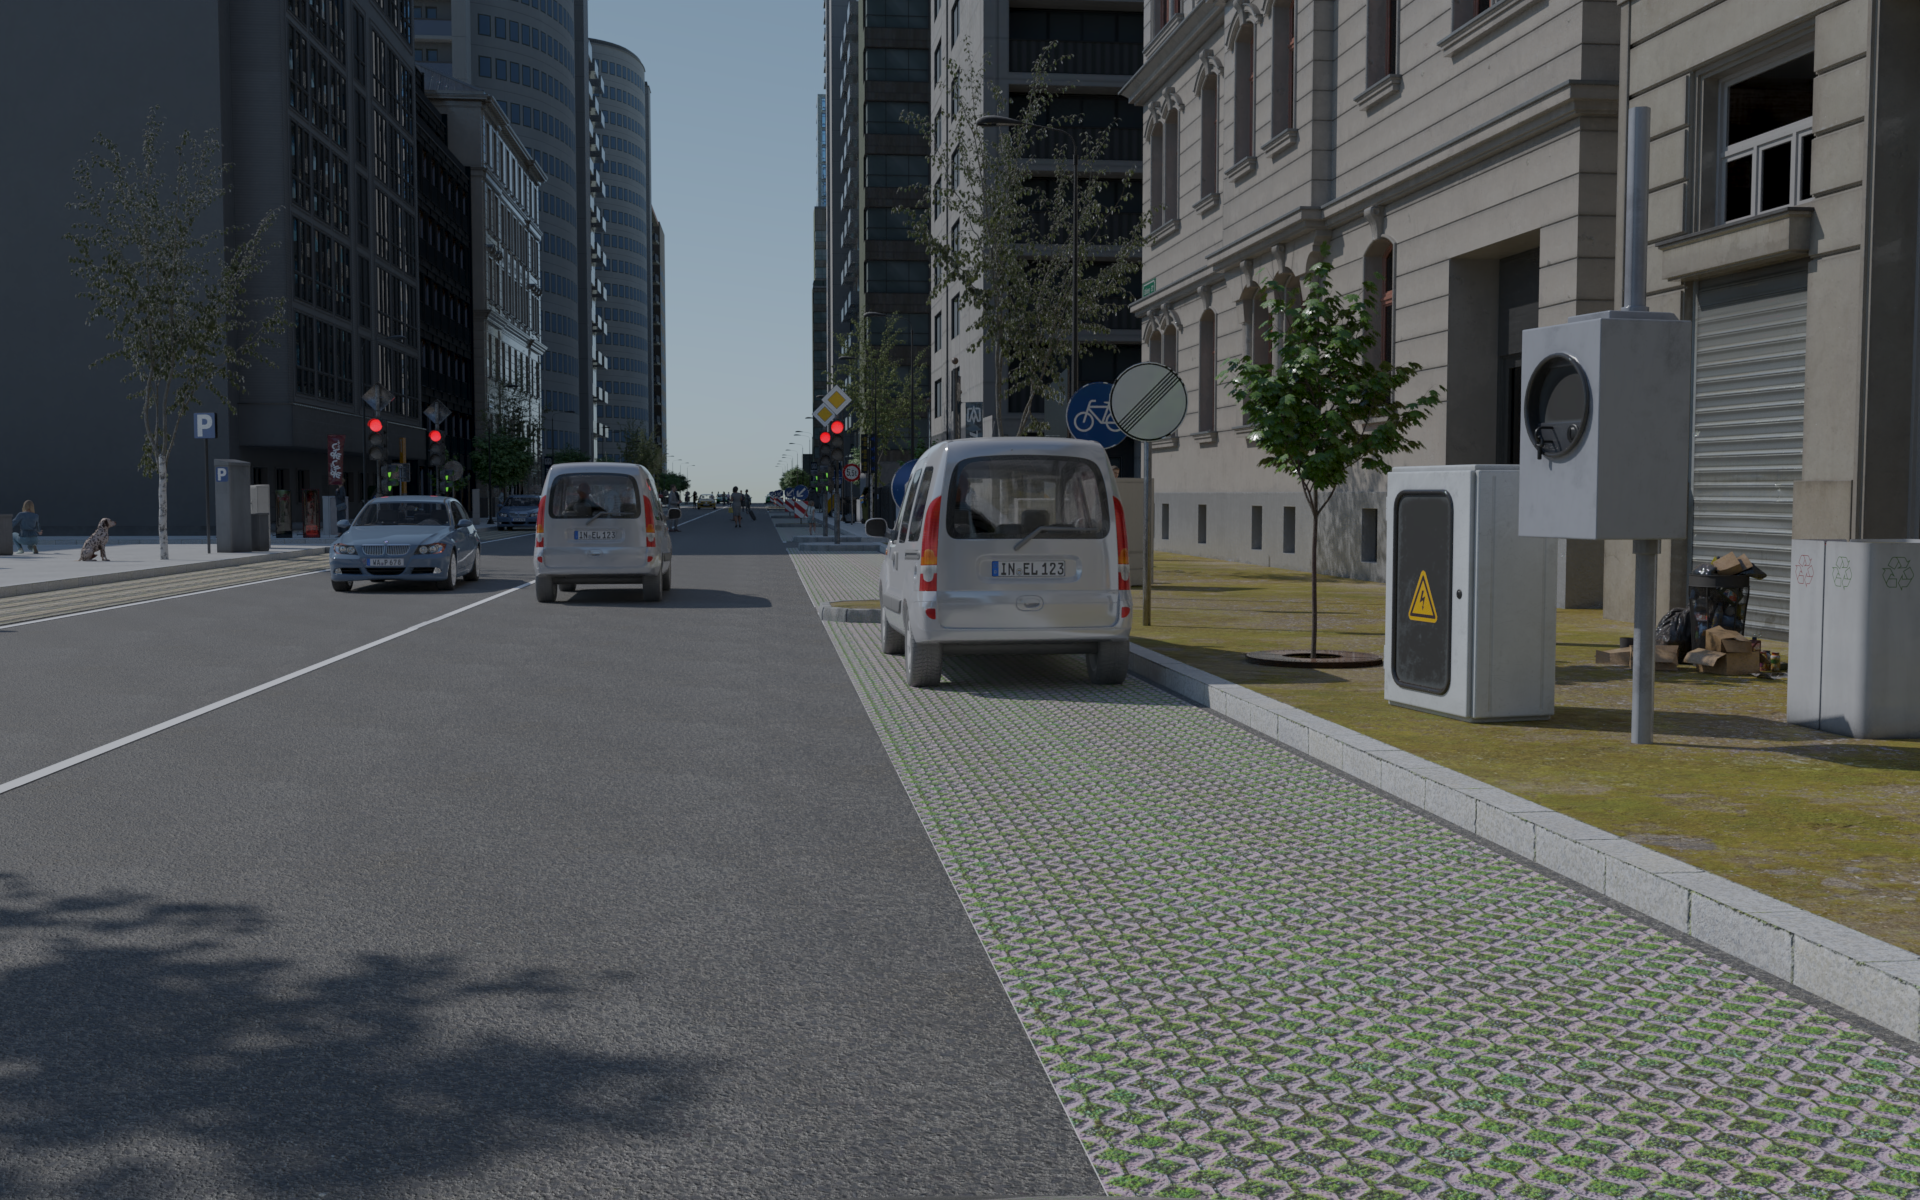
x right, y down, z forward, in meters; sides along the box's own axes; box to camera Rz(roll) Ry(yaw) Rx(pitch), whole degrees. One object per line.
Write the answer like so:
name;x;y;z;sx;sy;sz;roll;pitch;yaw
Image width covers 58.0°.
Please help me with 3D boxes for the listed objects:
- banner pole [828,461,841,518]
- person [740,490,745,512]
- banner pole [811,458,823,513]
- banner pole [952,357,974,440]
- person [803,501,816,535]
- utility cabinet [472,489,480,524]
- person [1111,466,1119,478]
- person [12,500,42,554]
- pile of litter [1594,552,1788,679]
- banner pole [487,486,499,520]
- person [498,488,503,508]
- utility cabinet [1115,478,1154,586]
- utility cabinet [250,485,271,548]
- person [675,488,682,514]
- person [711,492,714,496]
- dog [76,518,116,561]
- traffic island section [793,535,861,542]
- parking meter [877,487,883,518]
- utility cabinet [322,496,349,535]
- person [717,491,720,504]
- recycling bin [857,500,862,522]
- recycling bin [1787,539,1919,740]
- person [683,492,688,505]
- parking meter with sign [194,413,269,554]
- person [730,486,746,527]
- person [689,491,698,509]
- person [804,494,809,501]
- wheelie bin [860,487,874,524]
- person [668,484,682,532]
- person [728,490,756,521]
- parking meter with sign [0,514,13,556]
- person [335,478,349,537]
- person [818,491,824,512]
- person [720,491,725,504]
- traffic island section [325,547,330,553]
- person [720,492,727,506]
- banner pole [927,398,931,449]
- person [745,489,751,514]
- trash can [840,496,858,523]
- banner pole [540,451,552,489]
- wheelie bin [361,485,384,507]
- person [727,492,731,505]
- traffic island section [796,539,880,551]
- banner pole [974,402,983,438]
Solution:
banner pole;-6.780;-6.361;94.011;0.863;3.779;0.401;2;4;33
person;-17.646;-7.996;139.771;0.617;1.759;0.750;0;4;-6
banner pole;-9.829;-7.863;118.572;0.863;3.779;0.401;-2;4;-27
banner pole;-0.051;-2.571;32.058;0.401;3.779;0.863;1;4;10
person;-5.061;-2.737;58.264;0.505;1.210;0.382;1;4;18
utility cabinet;-20.449;-3.943;73.151;0.318;1.500;1.173;-1;4;-15
person;2.927;-1.704;33.867;0.622;1.834;0.822;-2;4;-31
person;-20.204;-1.573;37.260;1.012;1.151;0.738;-3;5;-41
pile of litter;5.437;0.078;12.697;1.176;0.858;1.719;-1;4;-14
banner pole;-23.128;-5.884;86.222;0.863;3.779;0.401;-1;4;-14
person;-23.147;-4.885;87.717;0.330;1.601;0.589;1;4;23
utility cabinet;2.171;-0.928;23.858;1.173;1.500;0.318;-3;5;-44
utility cabinet;-16.674;-1.982;41.087;0.318;1.500;1.173;-2;4;-35
person;-20.632;-7.237;126.190;0.648;1.900;0.474;1;4;13
person;-30.155;-12.367;211.407;0.721;1.736;1.217;-2;4;-32
dog;-16.665;-1.149;33.173;0.800;0.831;0.513;0;4;2
traffic island section;-4.061;-1.851;52.547;2.009;0.180;2.903;0;4;-7
parking meter;-2.915;-3.323;62.743;0.372;1.533;0.369;0;3;0
utility cabinet;-19.711;-2.663;54.709;0.306;1.237;1.020;1;4;12
person;-36.274;-15.397;260.222;0.705;1.826;1.348;-3;4;-37
recycling bin;-4.340;-4.088;79.393;0.722;1.027;0.722;-1;4;-19
recycling bin;5.025;0.193;9.403;0.722;1.027;0.722;0;4;-5
person;-36.397;-13.487;229.813;0.445;1.727;0.742;1;4;20
parking meter with sign;-15.936;-2.554;38.022;0.543;3.016;1.738;1;4;17
person;-9.557;-4.015;74.495;0.716;1.782;0.532;-2;4;-24
person;-26.222;-9.890;170.714;0.721;1.766;1.217;3;4;38
person;-14.781;-9.724;164.968;1.348;1.831;0.705;2;4;27
wheelie bin;-3.803;-4.062;74.320;0.980;1.594;0.693;-3;4;-36
person;-10.785;-3.481;65.610;0.583;1.804;0.606;0;4;-2
person;-11.736;-5.177;93.355;1.509;1.804;0.699;-1;4;-14
parking meter with sign;-20.449;-2.403;35.543;0.543;3.016;1.738;2;4;35
person;-18.272;-2.742;51.297;0.534;1.772;0.576;-3;5;-41
person;-9.694;-7.000;120.669;0.466;1.800;0.511;-1;4;-9
person;-33.059;-14.300;242.305;1.348;1.824;0.705;0;4;-7
traffic island section;-14.506;-1.286;43.305;2.009;0.180;2.903;0;4;-7
person;-29.241;-12.552;214.449;1.217;1.735;0.721;3;4;38
banner pole;-0.795;-3.353;44.841;0.401;3.779;0.863;0;4;-3
person;-15.307;-7.142;125.550;0.573;1.790;0.520;-1;4;-12
trash can;-4.827;-3.932;75.945;0.748;1.137;0.748;0;3;0
banner pole;-24.033;-6.756;100.485;0.863;3.779;0.401;0;4;-2
wheelie bin;-21.174;-3.343;62.569;0.980;1.594;0.693;3;5;40
person;-29.499;-12.948;221.131;0.436;1.711;0.756;-3;5;-42
traffic island section;-3.140;-1.366;44.614;2.009;0.180;2.903;0;4;-7
banner pole;0.193;-3.146;41.456;0.863;3.779;0.401;2;4;27
